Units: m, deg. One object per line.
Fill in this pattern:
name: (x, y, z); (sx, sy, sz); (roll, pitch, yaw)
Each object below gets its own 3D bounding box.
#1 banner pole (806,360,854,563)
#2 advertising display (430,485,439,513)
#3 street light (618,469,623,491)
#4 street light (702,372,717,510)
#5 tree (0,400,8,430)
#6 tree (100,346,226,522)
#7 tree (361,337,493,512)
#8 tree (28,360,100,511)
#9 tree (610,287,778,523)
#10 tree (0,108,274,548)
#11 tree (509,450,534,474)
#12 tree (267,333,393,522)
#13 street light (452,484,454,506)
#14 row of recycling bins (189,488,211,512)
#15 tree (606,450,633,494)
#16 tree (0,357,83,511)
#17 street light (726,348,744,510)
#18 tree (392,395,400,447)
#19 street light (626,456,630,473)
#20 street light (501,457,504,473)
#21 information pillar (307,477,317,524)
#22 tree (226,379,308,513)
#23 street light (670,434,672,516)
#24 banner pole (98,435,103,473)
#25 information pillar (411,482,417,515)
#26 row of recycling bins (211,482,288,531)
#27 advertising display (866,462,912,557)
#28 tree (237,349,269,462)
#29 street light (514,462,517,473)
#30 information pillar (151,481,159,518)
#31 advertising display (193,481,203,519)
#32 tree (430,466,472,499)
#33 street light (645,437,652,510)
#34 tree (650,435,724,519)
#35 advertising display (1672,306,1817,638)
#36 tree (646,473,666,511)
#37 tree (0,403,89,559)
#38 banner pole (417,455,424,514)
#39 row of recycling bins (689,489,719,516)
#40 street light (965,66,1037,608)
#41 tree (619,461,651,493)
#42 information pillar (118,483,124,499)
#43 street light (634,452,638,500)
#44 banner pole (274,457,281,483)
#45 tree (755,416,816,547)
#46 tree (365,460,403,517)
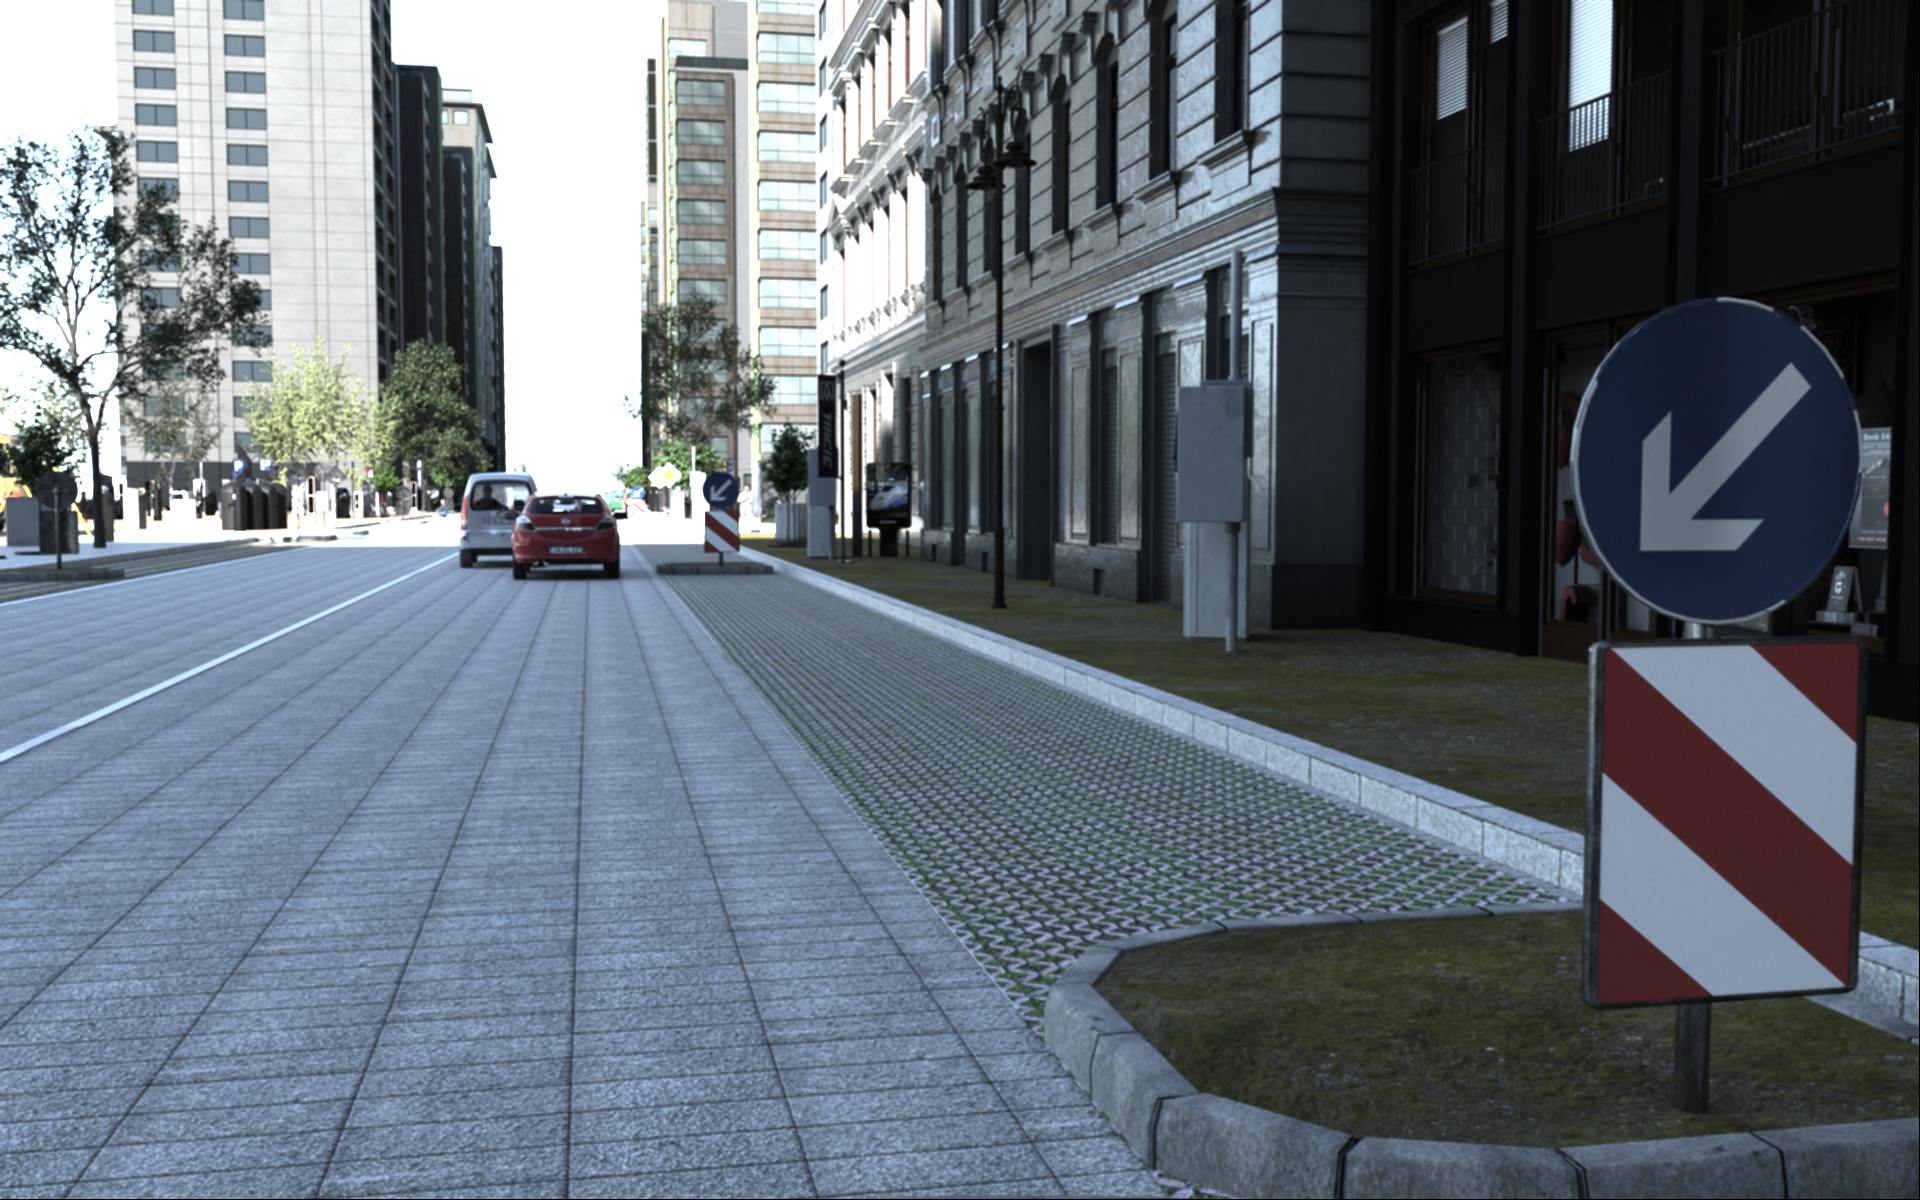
banner pole: (-2.346, -2.577, 32.156); (0.401, 3.779, 0.863); (3, 5, 41)
advertising display: (-36.512, -7.034, 120.225); (0.123, 1.923, 0.974); (1, 4, 22)
street light: (-50.345, -17.452, 258.120); (0.468, 5.910, 1.993); (-1, 4, -12)
street light: (-9.453, -5.666, 65.422); (0.468, 5.910, 1.993); (-1, 4, -12)
tree: (-61.435, -9.600, 107.328); (4.360, 8.622, 3.978); (0, 3, 0)
tree: (-36.770, -7.930, 80.022); (4.360, 8.622, 3.978); (0, 3, 0)
tree: (-38.889, -12.799, 126.274); (9.611, 12.733, 9.660); (0, 3, 0)
tree: (-45.690, -8.512, 89.539); (4.360, 8.622, 3.978); (0, 3, 0)
tree: (-11.759, -8.740, 77.319); (8.767, 10.594, 7.601); (1, 4, 17)
tree: (-20.560, -6.543, 41.389); (8.767, 10.594, 7.601); (0, 4, -7)
tree: (-71.225, -20.240, 281.284); (4.360, 8.622, 3.978); (0, 3, 0)
tree: (-28.542, -7.852, 78.739); (4.737, 8.622, 4.395); (0, 3, 0)
street light: (-40.238, -10.065, 137.348); (0.468, 5.910, 1.993); (-1, 4, -12)
row of recycling bins: (-54.991, -7.266, 125.915); (1.069, 1.692, 3.534); (0, 4, -1)
tree: (-56.137, -20.514, 285.772); (4.360, 8.622, 3.978); (0, 3, 0)
tree: (-49.273, -8.758, 93.557); (4.737, 8.622, 4.395); (0, 3, 0)
street light: (-7.139, -5.028, 54.992); (0.468, 5.910, 1.993); (-1, 4, -12)
tree: (-39.741, -10.224, 117.518); (4.737, 8.622, 4.395); (0, 3, 0)
street light: (-42.851, -15.314, 223.164); (0.468, 5.910, 1.993); (-1, 4, -12)
street light: (-57.435, -14.972, 217.575); (0.468, 5.910, 1.993); (-1, 4, -12)
information pillar: (-27.850, -4.279, 74.448); (0.304, 2.012, 0.304); (0, 4, -3)
tree: (-43.875, -9.785, 110.343); (4.360, 8.622, 3.978); (0, 3, 0)
street light: (-16.833, -7.849, 101.121); (0.468, 5.910, 1.993); (-1, 4, -12)
banner pole: (-36.530, -5.108, 73.535); (0.401, 3.779, 0.863); (0, 4, -3)
information pillar: (-32.829, -6.095, 104.149); (0.304, 2.012, 0.304); (-1, 4, -14)
row of recycling bins: (-25.367, -3.383, 62.431); (1.069, 1.692, 3.534); (1, 4, 8)
advertising display: (-1.457, -1.847, 35.406); (0.974, 1.923, 0.123); (1, 4, 23)
tree: (-32.681, -8.180, 84.100); (4.737, 8.622, 4.395); (0, 3, 0)
street light: (-64.795, -17.111, 252.559); (0.468, 5.910, 1.993); (-1, 4, -12)
information pillar: (-43.662, -5.473, 93.973); (0.304, 2.012, 0.304); (3, 5, 40)
advertising display: (-38.782, -5.076, 88.199); (0.123, 1.923, 0.974); (-3, 5, -43)
tree: (-41.285, -9.608, 140.805); (4.285, 4.588, 4.351); (0, 3, 0)
street light: (-25.539, -10.325, 141.599); (0.468, 5.910, 1.993); (-1, 4, -12)
tree: (-14.698, -6.849, 95.695); (4.285, 4.588, 4.351); (0, 3, 0)
advertising display: (2.853, -0.071, 6.370); (0.123, 1.923, 0.974); (0, 4, 3)
tree: (-23.119, -8.382, 131.653); (1.663, 3.219, 1.824); (0, 3, 0)
tree: (-19.464, -2.587, 36.892); (1.663, 3.219, 1.824); (0, 3, 0)
banner pole: (-34.314, -7.353, 110.232); (0.863, 3.779, 0.401); (3, 5, 42)
row of recycling bins: (-15.310, -5.961, 104.575); (1.069, 1.692, 3.534); (1, 4, 17)
street light: (0.441, -2.846, 19.323); (0.468, 5.910, 1.993); (-1, 4, -12)
tree: (-31.858, -11.506, 171.830); (4.285, 4.588, 4.351); (0, 3, 0)
information pillar: (-53.824, -6.526, 111.193); (0.304, 2.012, 0.304); (-1, 4, -18)
street light: (-32.991, -12.463, 176.564); (0.468, 5.910, 1.993); (-1, 4, -12)
banner pole: (-41.936, -7.130, 106.585); (0.401, 3.779, 0.863); (1, 4, 9)
tree: (-4.281, -3.063, 44.688); (1.663, 3.219, 1.824); (0, 3, 0)
tree: (-32.765, -6.294, 97.508); (1.663, 3.219, 1.824); (0, 3, 0)
